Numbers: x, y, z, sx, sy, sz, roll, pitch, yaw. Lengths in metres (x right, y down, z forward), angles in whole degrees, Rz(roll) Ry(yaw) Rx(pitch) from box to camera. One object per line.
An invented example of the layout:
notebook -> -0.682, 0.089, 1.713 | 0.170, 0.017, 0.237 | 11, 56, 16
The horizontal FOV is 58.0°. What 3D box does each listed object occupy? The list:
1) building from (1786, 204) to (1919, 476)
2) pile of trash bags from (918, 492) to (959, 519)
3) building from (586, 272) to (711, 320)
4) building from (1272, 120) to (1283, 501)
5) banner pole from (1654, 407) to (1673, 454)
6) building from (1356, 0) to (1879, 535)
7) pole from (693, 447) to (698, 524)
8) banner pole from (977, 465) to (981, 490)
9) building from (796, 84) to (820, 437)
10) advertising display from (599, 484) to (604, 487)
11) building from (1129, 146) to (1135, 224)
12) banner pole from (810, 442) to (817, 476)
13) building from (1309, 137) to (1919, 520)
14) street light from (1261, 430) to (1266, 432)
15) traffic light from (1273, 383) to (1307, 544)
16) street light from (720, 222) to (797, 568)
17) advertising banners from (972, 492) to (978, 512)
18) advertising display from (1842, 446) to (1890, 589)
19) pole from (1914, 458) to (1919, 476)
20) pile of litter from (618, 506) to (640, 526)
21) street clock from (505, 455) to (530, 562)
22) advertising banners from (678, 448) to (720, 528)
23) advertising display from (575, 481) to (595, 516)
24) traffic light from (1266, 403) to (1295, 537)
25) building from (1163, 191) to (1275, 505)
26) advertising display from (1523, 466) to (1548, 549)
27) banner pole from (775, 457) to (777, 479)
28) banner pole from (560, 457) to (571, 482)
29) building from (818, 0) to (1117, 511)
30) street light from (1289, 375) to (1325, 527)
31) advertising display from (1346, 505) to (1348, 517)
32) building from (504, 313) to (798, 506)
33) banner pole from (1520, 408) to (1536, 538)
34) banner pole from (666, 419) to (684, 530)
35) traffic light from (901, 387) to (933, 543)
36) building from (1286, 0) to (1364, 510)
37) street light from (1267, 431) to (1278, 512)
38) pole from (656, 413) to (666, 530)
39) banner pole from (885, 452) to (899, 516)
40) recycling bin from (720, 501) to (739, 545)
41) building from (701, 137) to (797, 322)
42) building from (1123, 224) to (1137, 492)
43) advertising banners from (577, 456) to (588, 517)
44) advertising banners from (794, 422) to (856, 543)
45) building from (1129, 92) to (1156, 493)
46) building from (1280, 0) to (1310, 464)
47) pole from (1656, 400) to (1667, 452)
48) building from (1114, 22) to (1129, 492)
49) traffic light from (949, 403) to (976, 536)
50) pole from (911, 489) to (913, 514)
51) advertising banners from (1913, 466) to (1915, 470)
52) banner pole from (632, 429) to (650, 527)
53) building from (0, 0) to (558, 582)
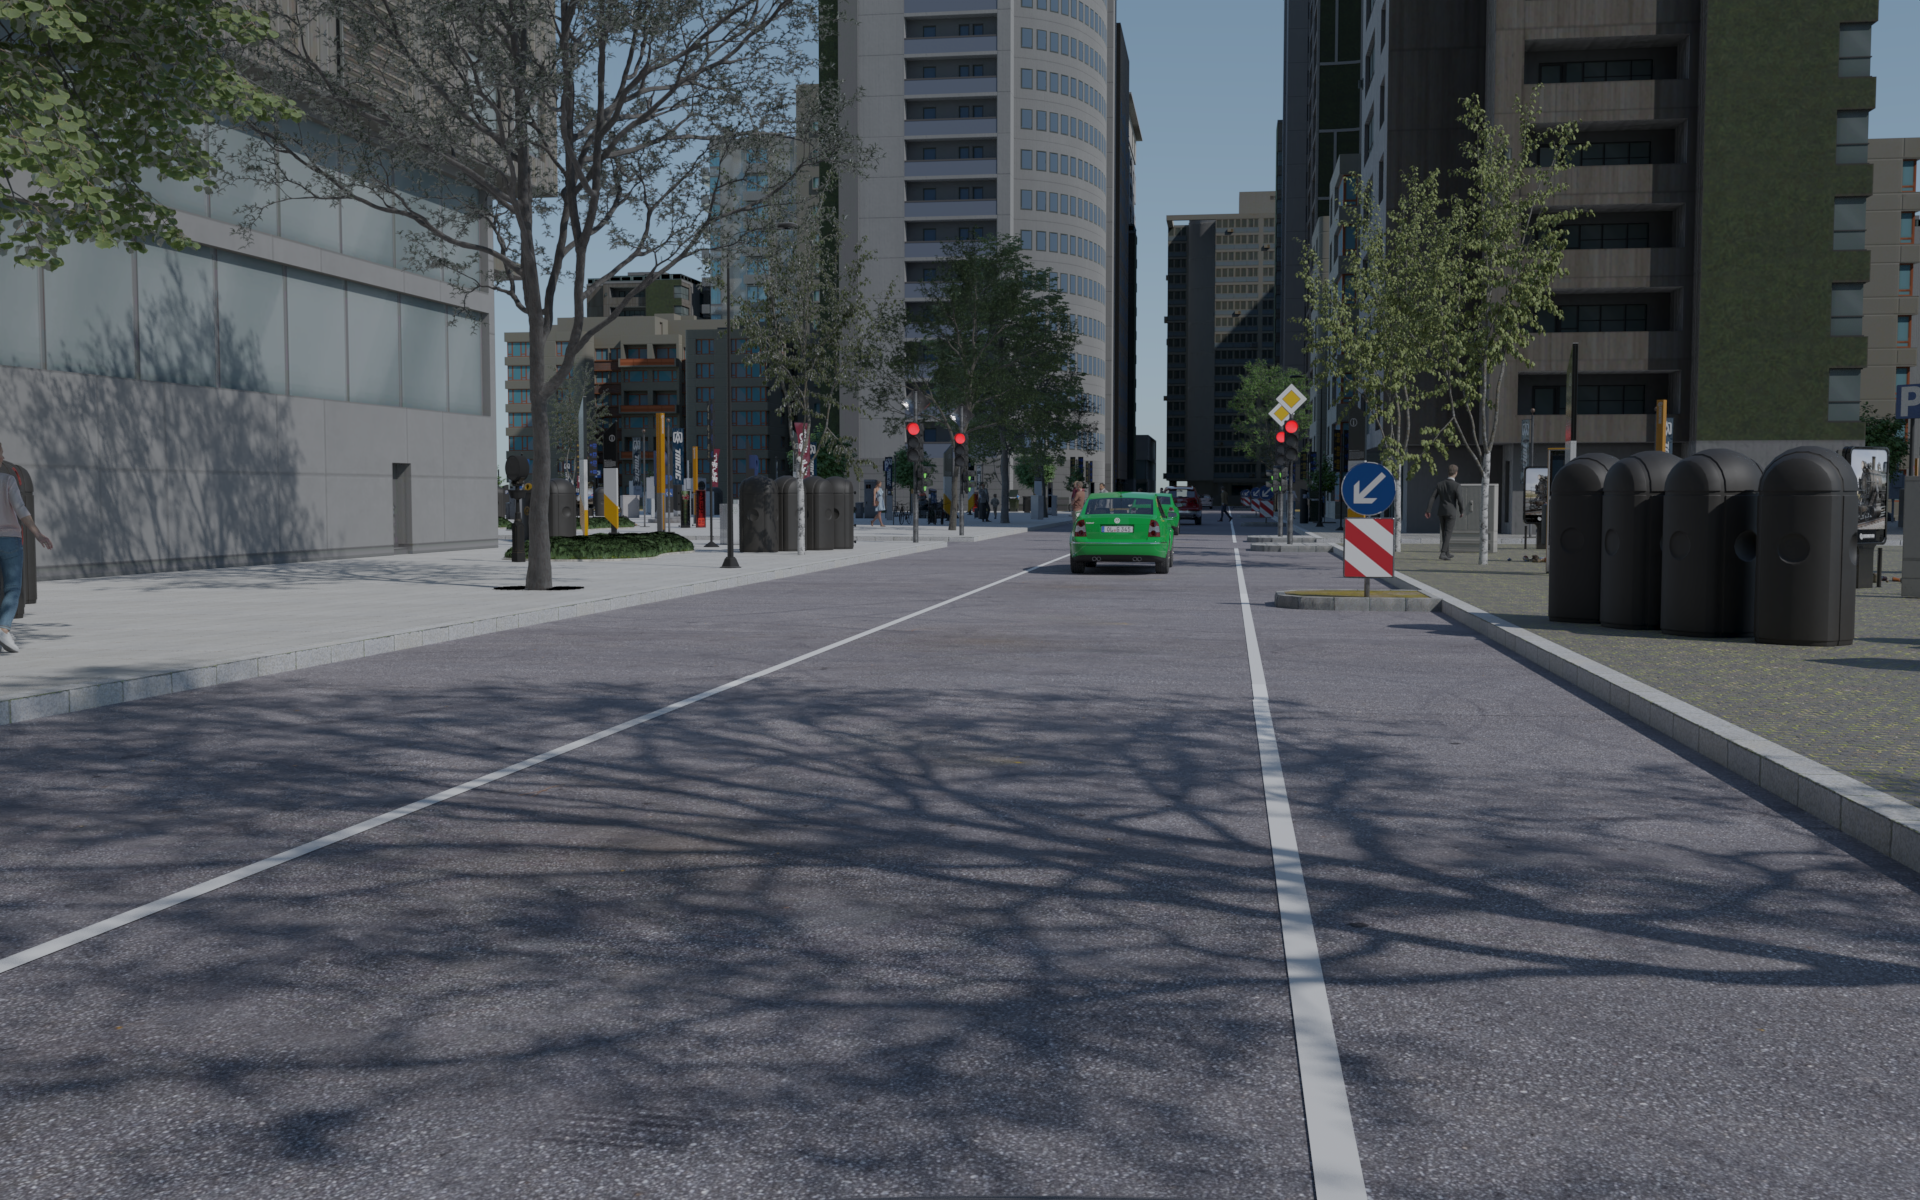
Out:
building -> 97.878, -25.199, 183.705 | 14.107, 30.474, 14.160 | 1, 4, 9
pile of trash bags -> -1.466, -5.011, 91.677 | 1.912, 1.369, 3.447 | -2, 4, -26
building -> -40.988, -27.923, 228.240 | 14.107, 30.474, 14.160 | 1, 4, 9
building -> 41.766, -31.050, 191.259 | 14.154, 41.232, 14.086 | 1, 4, 9
banner pole -> 20.184, -3.659, 49.839 | 0.863, 3.779, 0.401 | -1, 4, -22
building -> 21.156, -17.549, 58.626 | 14.107, 30.474, 14.160 | 1, 4, 9
pole -> -11.373, -4.930, 74.452 | 0.158, 3.312, 0.155 | 0, 3, 0
banner pole -> 1.535, -8.509, 129.145 | 0.863, 3.779, 0.401 | 3, 5, 41
building -> -5.613, -34.947, 195.090 | 21.600, 48.544, 21.300 | 1, 4, 9
advertising display -> -22.306, -6.371, 109.372 | 0.974, 1.923, 0.123 | 0, 4, 7
building -> 12.545, -31.340, 196.000 | 14.086, 41.232, 14.154 | 1, 4, 9
banner pole -> -6.460, -5.098, 73.369 | 0.863, 3.779, 0.401 | 0, 4, -3
building -> 35.132, -15.626, 100.523 | 27.650, 21.520, 28.899 | 1, 4, 9
street light -> 22.508, -9.383, 125.960 | 1.470, 5.913, 1.316 | 1, 4, 9
traffic light -> 8.401, -3.375, 44.110 | 0.839, 4.253, 0.868 | 1, 4, 9
street light -> -3.450, -3.503, 29.812 | 1.470, 5.913, 1.316 | 1, 4, 9
advertising banners -> 1.106, -7.704, 122.145 | 2.074, 3.025, 0.090 | 2, 4, 30
advertising display -> 12.287, -1.121, 23.543 | 0.974, 1.923, 0.123 | -2, 4, -33
pole -> 54.352, -6.400, 98.491 | 0.158, 3.312, 0.155 | 0, 3, 0
pile of litter -> -13.665, -3.373, 69.116 | 1.719, 0.858, 1.176 | 1, 4, 23
street clock -> -8.319, -1.713, 32.581 | 0.471, 2.002, 0.358 | 3, 5, 41
advertising banners -> -9.889, -4.260, 65.838 | 0.090, 3.025, 2.074 | 3, 5, 41
advertising display -> -18.112, -4.799, 83.685 | 0.974, 1.923, 0.123 | 1, 4, 14
traffic light -> 9.617, -3.858, 52.002 | 0.839, 4.253, 0.868 | 1, 4, 9
building -> 38.735, -32.606, 224.983 | 23.993, 40.220, 32.217 | 1, 4, 9
advertising display -> 13.540, -2.133, 40.087 | 0.974, 1.923, 0.123 | 0, 4, 7
banner pole -> -12.192, -7.665, 115.338 | 0.401, 3.779, 0.863 | -1, 4, -11
banner pole -> -26.766, -7.789, 117.364 | 0.863, 3.779, 0.401 | 0, 4, 0
building -> 1.424, -36.737, 142.655 | 21.231, 58.520, 28.212 | 1, 4, 9
street light -> 13.534, -5.815, 67.616 | 1.470, 5.913, 1.316 | 1, 4, 9
advertising display -> 18.181, -4.552, 79.633 | 0.123, 1.923, 0.974 | -3, 4, -37
building -> -32.264, -21.509, 196.703 | 28.899, 21.520, 27.650 | 1, 4, 9
banner pole -> 16.684, -3.725, 50.920 | 0.401, 3.779, 0.863 | -1, 4, -11
banner pole -> -9.513, -4.138, 57.680 | 0.401, 3.779, 0.863 | 3, 5, 44
traffic light -> -1.150, -3.464, 45.560 | 0.839, 4.253, 0.868 | 1, 4, 9
building -> 37.628, -43.175, 144.169 | 20.563, 71.187, 20.611 | 1, 4, 9
street light -> 18.025, -7.601, 96.823 | 1.470, 5.913, 1.316 | 1, 4, 9
pole -> -7.545, -3.049, 43.687 | 0.158, 3.312, 0.155 | 0, 3, 0
banner pole -> -4.050, -6.865, 102.266 | 0.863, 3.779, 0.401 | 1, 4, 16
recycling bin -> -5.640, -1.914, 43.843 | 0.722, 1.027, 0.722 | -2, 4, -25
building -> -17.928, -37.306, 229.561 | 30.456, 49.044, 23.786 | 1, 4, 9
building -> 10.850, -24.905, 178.890 | 14.160, 30.474, 14.107 | 1, 4, 9
advertising banners -> -18.283, -5.145, 80.301 | 2.074, 3.025, 0.090 | -1, 4, -14
advertising banners -> -3.329, -2.853, 42.828 | 0.090, 3.025, 2.074 | 3, 5, 42
building -> 11.479, -39.001, 226.912 | 27.495, 52.752, 28.713 | 1, 4, 9
building -> 41.969, -38.321, 168.541 | 21.231, 58.520, 28.212 | 1, 4, 9
pole -> 15.196, -2.676, 37.600 | 0.158, 3.312, 0.155 | 0, 3, 0
building -> 8.600, -31.425, 163.913 | 14.600, 45.320, 14.200 | 1, 4, 9
traffic light -> 0.066, -3.947, 53.452 | 0.839, 4.253, 0.868 | 1, 4, 9
pole -> -3.133, -7.274, 112.777 | 0.158, 3.312, 0.155 | 0, 3, 0
advertising banners -> 59.281, -6.756, 106.641 | 2.074, 3.025, 0.090 | -2, 4, -28
banner pole -> -12.417, -4.722, 67.219 | 0.863, 3.779, 0.401 | 3, 4, 36
building -> -24.825, -27.003, 30.736 | 27.495, 52.752, 28.713 | 1, 4, 9
